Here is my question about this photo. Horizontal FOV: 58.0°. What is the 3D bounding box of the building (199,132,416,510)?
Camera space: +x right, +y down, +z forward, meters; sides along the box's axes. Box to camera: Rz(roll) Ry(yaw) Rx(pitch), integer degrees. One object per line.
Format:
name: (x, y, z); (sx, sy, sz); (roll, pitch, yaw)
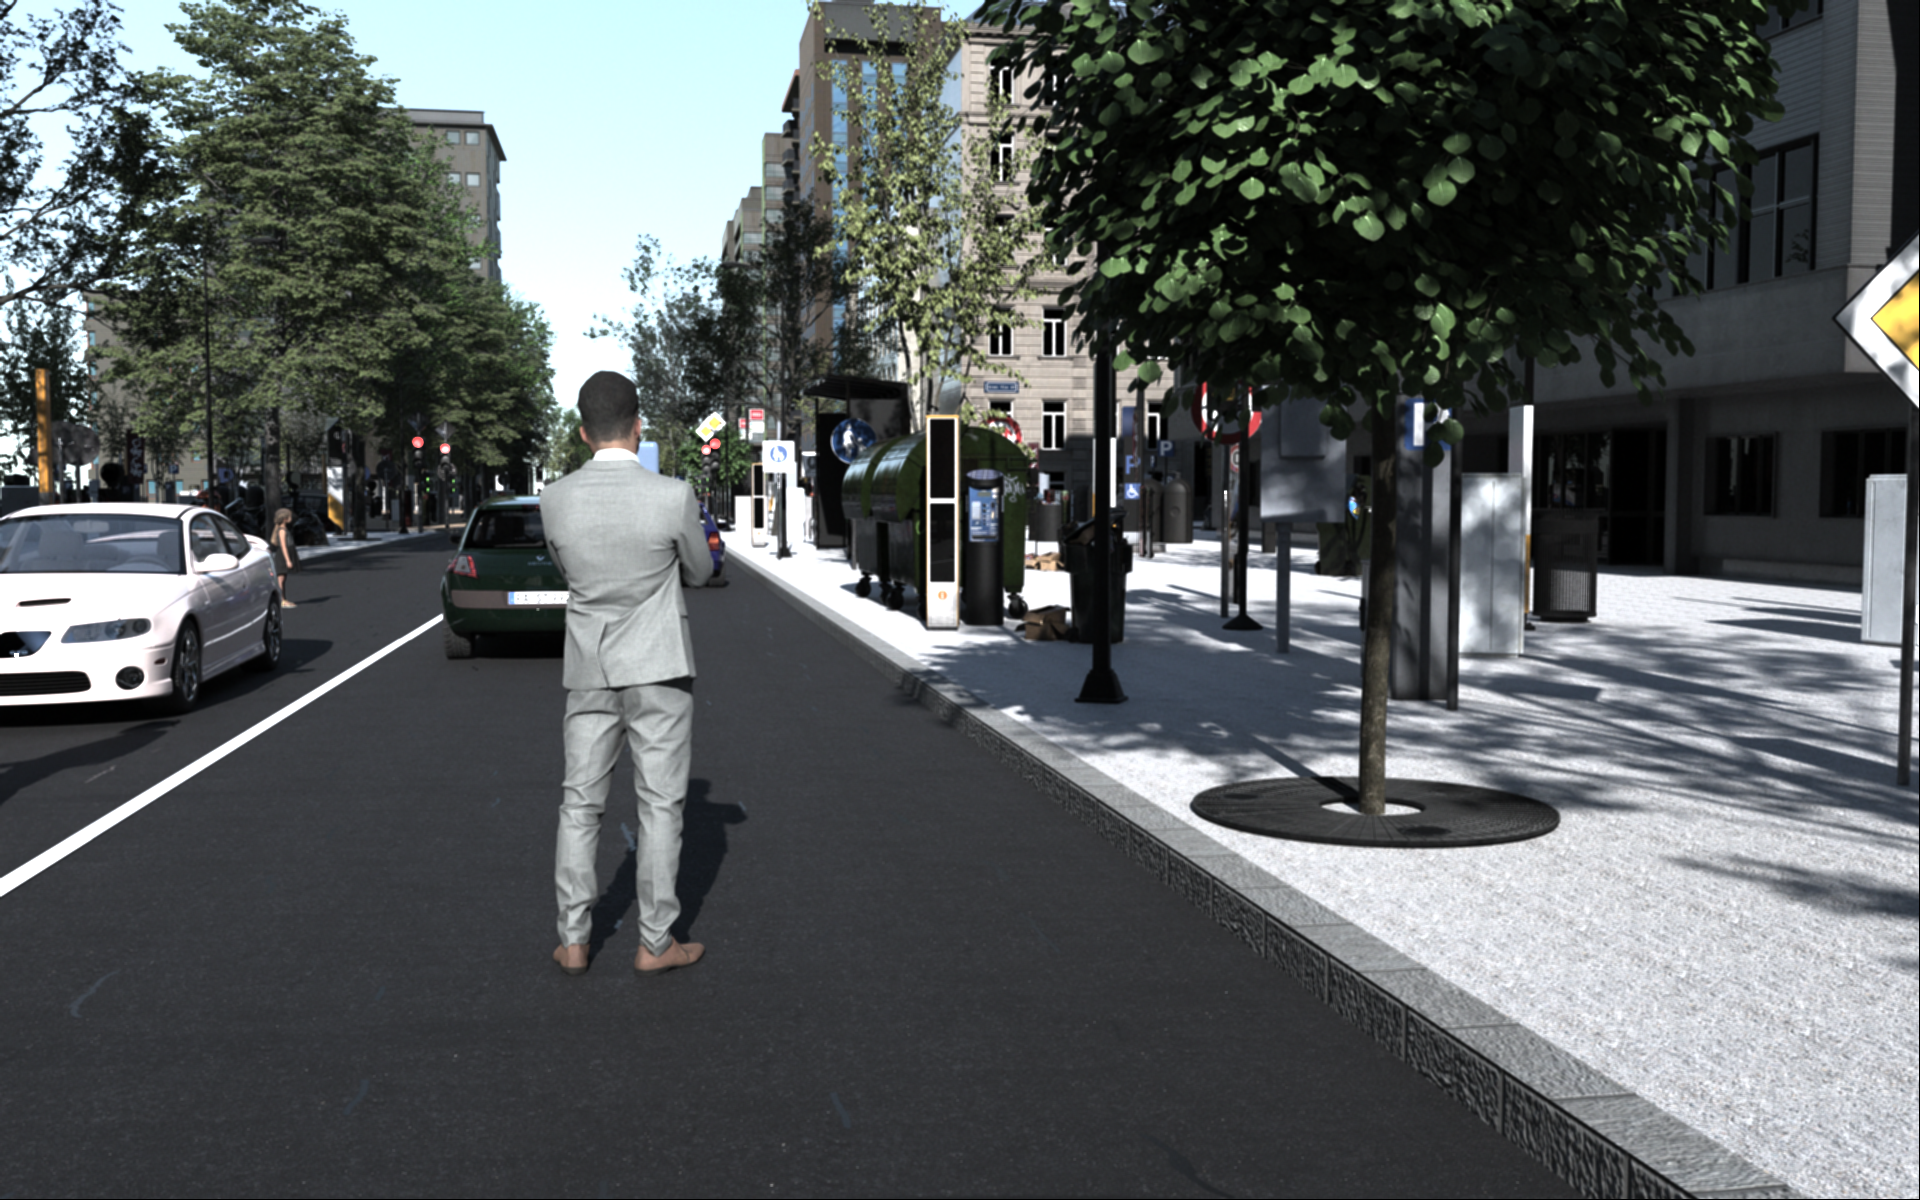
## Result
building: (-53.152, -22.660, 142.193); (14.160, 30.474, 14.107); (-1, 4, -10)

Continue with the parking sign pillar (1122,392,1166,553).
parking sign pillar: (3.830, -3.040, 38.172); (1.447, 3.967, 1.447); (0, 4, 8)

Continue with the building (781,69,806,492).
building: (-6.900, -32.107, 179.578); (22.147, 44.769, 28.867); (-1, 4, -10)

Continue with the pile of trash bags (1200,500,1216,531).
pile of trash bags: (9.314, -3.113, 60.654); (1.912, 1.369, 3.447); (1, 4, 16)

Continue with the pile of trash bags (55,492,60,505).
pile of trash bags: (-39.976, -4.051, 75.994); (1.912, 1.369, 3.447); (-3, 4, -38)

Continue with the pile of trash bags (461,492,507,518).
pile of trash bags: (-25.668, -5.171, 94.299); (3.447, 1.369, 1.912); (3, 5, 43)

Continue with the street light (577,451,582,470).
street light: (-41.895, -13.225, 188.772); (1.470, 5.913, 1.316); (-1, 4, -10)

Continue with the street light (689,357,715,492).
street light: (-8.462, -5.275, 58.790); (1.470, 5.913, 1.316); (-1, 4, -10)

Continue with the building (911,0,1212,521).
building: (10.913, -17.722, 87.022); (25.104, 27.353, 12.463); (-1, 4, -10)

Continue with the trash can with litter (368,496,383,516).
trash can with litter: (-34.561, -5.556, 102.223); (1.055, 1.170, 0.624); (3, 4, 36)

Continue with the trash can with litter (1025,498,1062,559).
trash can with litter: (1.389, -1.417, 34.233); (2.233, 1.210, 1.678); (1, 4, 13)

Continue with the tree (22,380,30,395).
tree: (-40.776, -7.381, 71.040); (4.360, 8.622, 3.978); (0, 3, 0)

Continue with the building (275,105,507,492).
building: (-78.005, -39.793, 239.853); (28.713, 52.752, 27.495); (-1, 4, -10)

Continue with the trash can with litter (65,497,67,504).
trash can with litter: (-36.480, -3.728, 72.013); (2.233, 1.210, 1.678); (-3, 4, -37)

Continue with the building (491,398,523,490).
building: (-82.862, -25.925, 268.910); (27.650, 21.520, 28.899); (-1, 4, -10)

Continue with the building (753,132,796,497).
building: (-15.830, -31.575, 199.844); (14.154, 41.232, 14.086); (-1, 4, -10)

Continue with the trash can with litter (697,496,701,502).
trash can with litter: (-15.366, -5.427, 100.121); (1.055, 1.170, 0.624); (0, 4, -8)

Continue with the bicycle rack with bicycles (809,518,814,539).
bicycle rack with bicycles: (-3.230, -2.195, 49.271); (2.852, 0.926, 2.925); (2, 4, 34)

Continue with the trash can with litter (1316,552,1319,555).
trash can with litter: (7.678, -1.423, 34.655); (1.055, 1.170, 0.624); (1, 4, 21)

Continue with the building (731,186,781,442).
building: (-23.673, -39.474, 269.107); (21.300, 48.544, 21.600); (-1, 4, -10)

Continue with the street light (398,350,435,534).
street light: (-17.427, -5.096, 55.856); (1.470, 5.913, 1.316); (-1, 4, -10)

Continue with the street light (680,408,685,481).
street light: (-10.151, -5.827, 67.813); (1.470, 5.913, 1.316); (-1, 4, -10)

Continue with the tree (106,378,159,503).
tree: (-44.507, -8.930, 96.376); (4.360, 8.622, 3.978); (0, 3, 0)

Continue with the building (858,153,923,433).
building: (0.278, -15.066, 101.084); (10.420, 20.320, 16.860); (-1, 4, -10)

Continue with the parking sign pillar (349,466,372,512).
parking sign pillar: (-41.894, -8.128, 121.372); (1.447, 3.967, 1.447); (2, 4, 33)

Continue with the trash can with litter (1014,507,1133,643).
trash can with litter: (0.968, -0.224, 15.058); (1.055, 1.170, 0.624); (2, 4, 32)

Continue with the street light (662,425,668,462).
street light: (-19.122, -8.813, 116.625); (1.470, 5.913, 1.316); (-1, 4, -10)

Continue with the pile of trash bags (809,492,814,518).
pile of trash bags: (-8.388, -5.237, 95.384); (1.912, 1.369, 3.447); (0, 4, 7)

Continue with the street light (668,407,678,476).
street light: (-14.730, -7.349, 92.695); (1.470, 5.913, 1.316); (-1, 4, -10)

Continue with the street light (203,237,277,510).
street light: (-13.042, -3.599, 31.389); (1.470, 5.913, 1.316); (-1, 4, -10)

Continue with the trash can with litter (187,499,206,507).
trash can with litter: (-16.275, -1.519, 36.228); (1.055, 1.170, 0.624); (1, 4, 14)

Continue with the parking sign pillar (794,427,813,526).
parking sign pillar: (-6.563, -4.894, 68.496); (1.447, 3.967, 1.447); (0, 4, -4)

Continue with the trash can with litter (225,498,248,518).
trash can with litter: (-21.955, -2.480, 51.927); (1.055, 1.170, 0.624); (-3, 4, -37)

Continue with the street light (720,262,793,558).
street light: (-4.099, -3.811, 34.855); (1.470, 5.913, 1.316); (-1, 4, -10)

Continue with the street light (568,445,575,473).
street light: (-37.410, -11.738, 164.461); (1.470, 5.913, 1.316); (-1, 4, -10)

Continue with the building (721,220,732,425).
building: (-28.645, -40.776, 290.394); (21.300, 48.544, 21.600); (-1, 4, -10)

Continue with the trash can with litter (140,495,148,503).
trash can with litter: (-55.601, -6.498, 117.293); (2.233, 1.210, 1.678); (0, 4, -3)

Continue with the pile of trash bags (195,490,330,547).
pile of trash bags: (-17.018, -1.959, 41.784); (1.912, 1.369, 3.447); (1, 4, 22)

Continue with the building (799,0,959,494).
building: (-6.958, -31.016, 157.214); (14.600, 45.320, 14.200); (-1, 4, -10)

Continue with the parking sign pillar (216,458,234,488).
parking sign pillar: (-54.851, -8.628, 129.543); (1.447, 3.967, 1.447); (3, 5, 44)

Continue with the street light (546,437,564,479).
street light: (-32.897, -10.251, 140.152); (1.470, 5.913, 1.316); (-1, 4, -10)

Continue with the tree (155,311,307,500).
tree: (-29.157, -7.285, 69.473); (4.360, 8.622, 3.978); (0, 3, 0)

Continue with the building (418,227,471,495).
building: (-60.237, -25.258, 184.671); (14.160, 30.474, 14.107); (-1, 4, -10)

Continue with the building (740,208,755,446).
building: (-24.653, -34.682, 250.644); (14.154, 41.232, 14.086); (-1, 4, -10)

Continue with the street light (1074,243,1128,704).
street light: (0.345, -2.321, 10.483); (1.470, 5.913, 1.316); (-1, 4, -10)

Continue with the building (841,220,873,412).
building: (-1.349, -18.822, 126.827); (14.460, 24.649, 34.723); (-1, 4, -10)

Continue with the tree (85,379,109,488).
tree: (-51.644, -9.535, 106.263); (4.360, 8.622, 3.978); (0, 3, 0)

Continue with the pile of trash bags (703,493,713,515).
pile of trash bags: (-16.374, -6.755, 120.197); (1.912, 1.369, 3.447); (1, 4, 20)

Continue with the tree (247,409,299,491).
tree: (-51.431, -11.025, 130.623); (4.737, 8.622, 4.395); (0, 3, 0)

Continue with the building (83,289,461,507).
building: (-62.778, -19.426, 162.656); (27.650, 21.520, 28.899); (-1, 4, -10)
